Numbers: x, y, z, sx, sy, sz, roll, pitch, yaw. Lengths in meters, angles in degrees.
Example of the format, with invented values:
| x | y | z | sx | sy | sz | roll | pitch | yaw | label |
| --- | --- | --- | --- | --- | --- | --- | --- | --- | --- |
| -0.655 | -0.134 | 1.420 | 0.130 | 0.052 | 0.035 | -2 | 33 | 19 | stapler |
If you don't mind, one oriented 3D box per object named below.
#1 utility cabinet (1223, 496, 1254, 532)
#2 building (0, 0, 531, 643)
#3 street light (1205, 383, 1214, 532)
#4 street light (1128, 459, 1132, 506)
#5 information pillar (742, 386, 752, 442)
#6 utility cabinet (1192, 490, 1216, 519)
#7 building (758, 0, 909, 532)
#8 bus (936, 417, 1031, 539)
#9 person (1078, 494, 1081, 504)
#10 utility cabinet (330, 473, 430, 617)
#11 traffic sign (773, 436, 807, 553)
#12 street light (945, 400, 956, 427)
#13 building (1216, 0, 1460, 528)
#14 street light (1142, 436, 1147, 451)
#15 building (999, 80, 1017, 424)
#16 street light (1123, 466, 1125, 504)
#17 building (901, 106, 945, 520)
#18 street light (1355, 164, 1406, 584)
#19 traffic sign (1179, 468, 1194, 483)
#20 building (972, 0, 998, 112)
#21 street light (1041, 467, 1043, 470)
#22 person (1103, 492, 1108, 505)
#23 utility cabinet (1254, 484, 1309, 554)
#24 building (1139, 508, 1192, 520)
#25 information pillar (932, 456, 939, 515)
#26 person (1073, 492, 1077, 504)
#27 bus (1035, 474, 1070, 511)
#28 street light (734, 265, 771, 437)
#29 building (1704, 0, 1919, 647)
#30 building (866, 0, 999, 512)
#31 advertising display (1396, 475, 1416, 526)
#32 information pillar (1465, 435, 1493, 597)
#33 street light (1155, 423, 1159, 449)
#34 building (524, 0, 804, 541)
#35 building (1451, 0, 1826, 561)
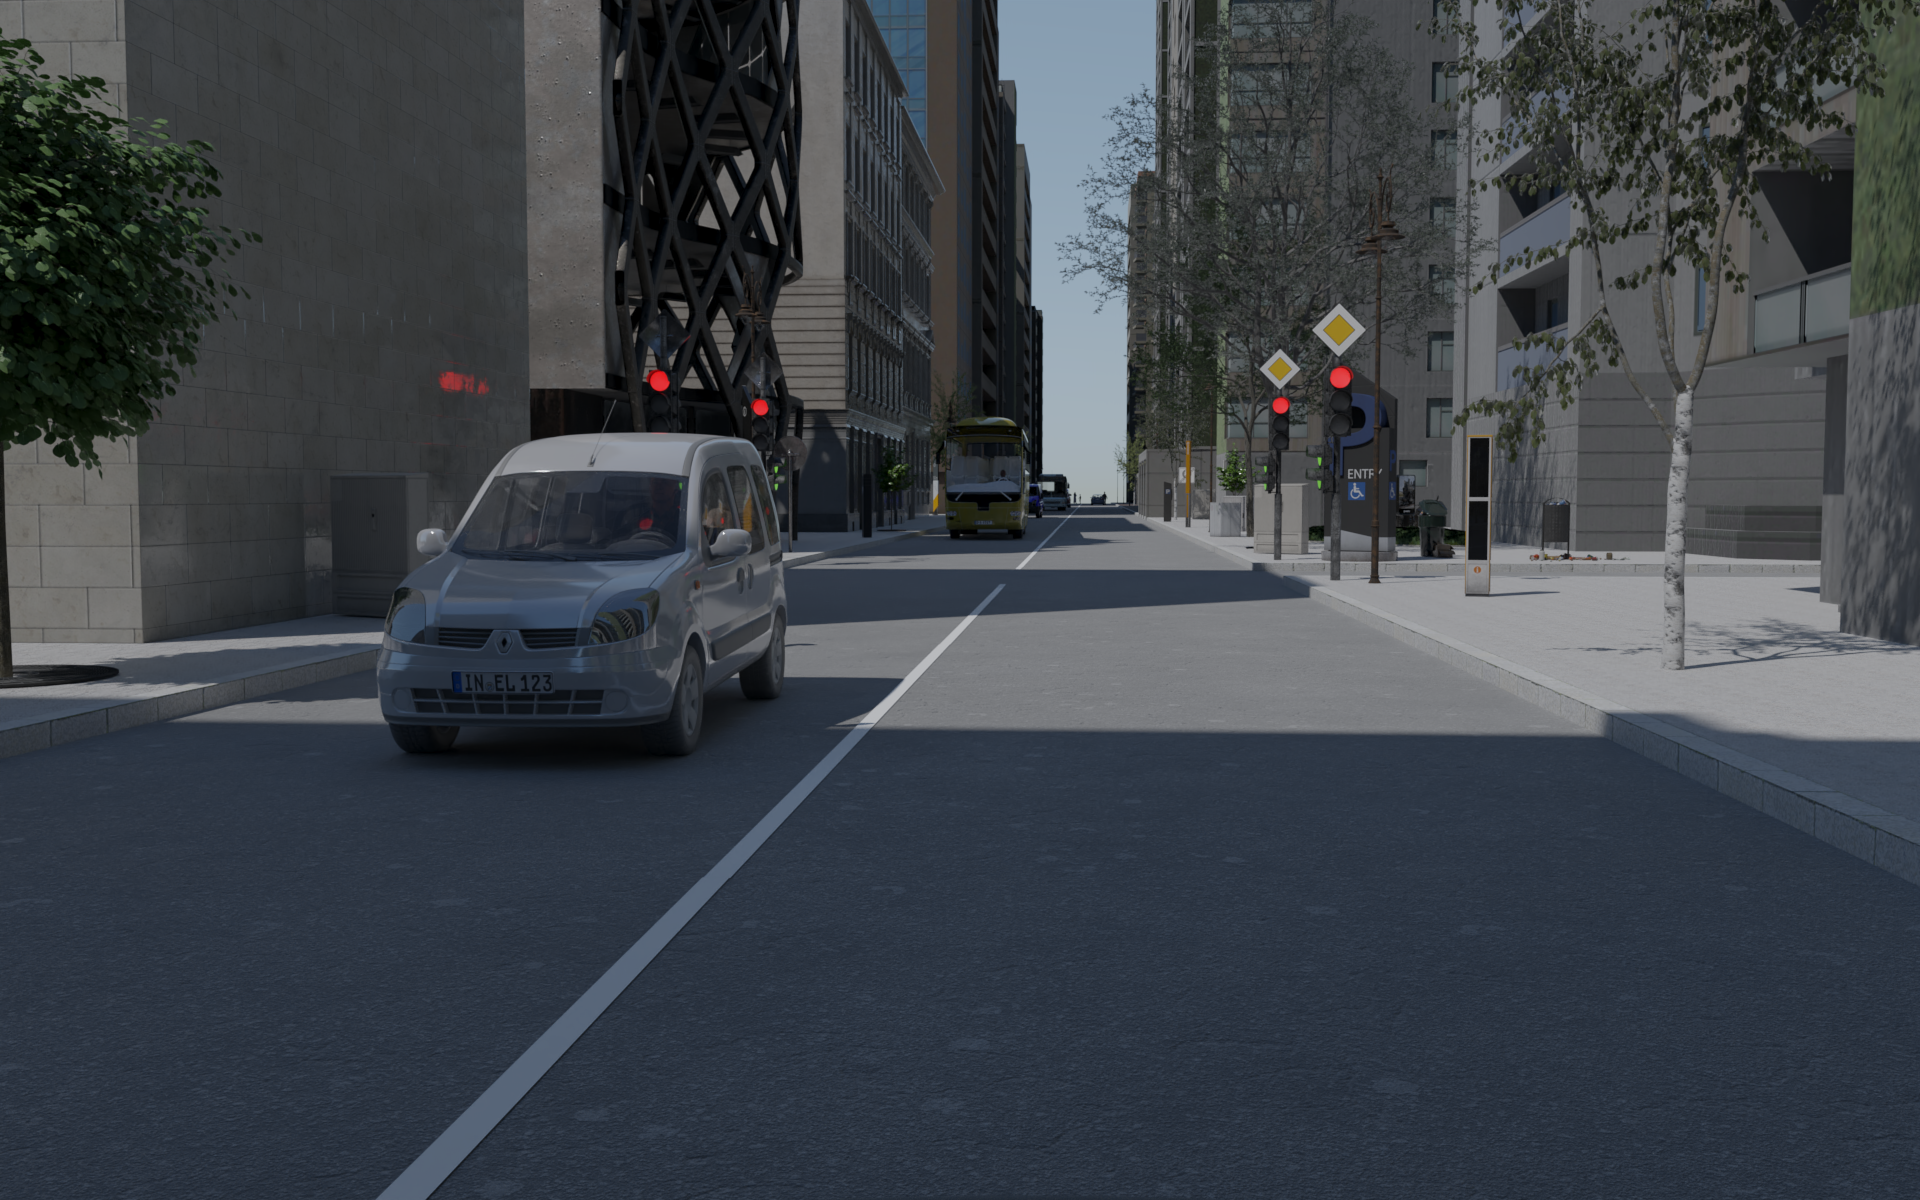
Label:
| x | y | z | sx | sy | sz | roll | pitch | yaw | label |
| --- | --- | --- | --- | --- | --- | --- | --- | --- | --- |
| 9.550 | -2.945 | 59.319 | 1.020 | 1.237 | 0.306 | 2 | 4 | 26 | utility cabinet |
| -14.995 | -10.110 | 20.047 | 16.860 | 20.320 | 10.420 | 0 | 4 | 4 | building |
| 8.422 | -5.211 | 57.993 | 0.468 | 5.910 | 1.993 | 0 | 4 | 4 | street light |
| 18.070 | -12.942 | 184.394 | 0.468 | 5.910 | 1.993 | 0 | 4 | 4 | street light |
| -4.564 | -2.813 | 37.340 | 0.183 | 3.616 | 0.504 | -2 | 4 | -28 | information pillar |
| 12.255 | -4.790 | 86.998 | 1.173 | 1.500 | 0.318 | 0 | 4 | -3 | utility cabinet |
| -7.761 | -13.304 | 66.677 | 9.793 | 20.994 | 18.267 | 0 | 4 | 4 | building |
| 1.019 | -4.121 | 58.928 | 2.896 | 3.916 | 12.252 | 0 | 4 | 3 | bus |
| 17.123 | -14.401 | 247.214 | 0.557 | 1.426 | 1.065 | -1 | 4 | -17 | person |
| -6.032 | -0.569 | 17.983 | 1.173 | 1.500 | 0.318 | 2 | 4 | 32 | utility cabinet |
| -3.721 | -2.313 | 37.930 | 0.768 | 2.556 | 0.104 | 1 | 4 | 10 | traffic sign |
| -0.460 | -6.889 | 85.424 | 0.468 | 5.910 | 1.993 | 0 | 4 | 4 | street light |
| 17.775 | -23.752 | 71.945 | 14.154 | 41.232 | 14.086 | 0 | 4 | 4 | building |
| 14.315 | -9.880 | 134.324 | 0.468 | 5.910 | 1.993 | 0 | 4 | 4 | street light |
| -1.875 | -29.545 | 166.652 | 14.154 | 41.232 | 14.086 | 0 | 4 | 4 | building |
| 20.517 | -14.929 | 216.883 | 0.468 | 5.910 | 1.993 | 0 | 4 | 4 | street light |
| -7.381 | -15.312 | 86.506 | 11.583 | 22.565 | 21.152 | 0 | 4 | 4 | building |
| 5.955 | -3.175 | 24.699 | 0.468 | 5.910 | 1.993 | 0 | 4 | 4 | street light |
| 8.772 | -3.970 | 67.035 | 0.606 | 2.300 | 0.079 | 1 | 4 | 8 | traffic sign |
| -8.282 | -31.235 | 134.400 | 21.300 | 48.544 | 21.600 | 0 | 4 | 4 | building |
| 11.561 | -16.590 | 244.039 | 0.468 | 5.910 | 1.993 | 0 | 4 | 4 | street light |
| 18.790 | -13.199 | 224.851 | 0.434 | 1.755 | 0.990 | -3 | 5 | -43 | person |
| 6.858 | -1.732 | 37.004 | 1.173 | 1.500 | 0.318 | 3 | 5 | 42 | utility cabinet |
| 20.672 | -40.241 | 96.185 | 20.563 | 71.187 | 20.611 | 0 | 4 | 4 | building |
| -1.480 | -7.045 | 106.546 | 0.183 | 3.616 | 0.504 | -3 | 4 | -37 | information pillar |
| 17.358 | -15.425 | 261.366 | 0.621 | 1.740 | 0.551 | 3 | 4 | 38 | person |
| 8.079 | -9.659 | 152.788 | 2.948 | 3.499 | 13.247 | 0 | 4 | 2 | bus |
| -4.188 | -3.814 | 35.143 | 0.468 | 5.910 | 1.993 | 0 | 4 | 4 | street light |
| 15.296 | -20.330 | 15.987 | 14.154 | 41.232 | 14.086 | 0 | 4 | 4 | building |
| -3.858 | -30.728 | 152.520 | 14.600 | 45.320 | 14.200 | 0 | 4 | 4 | building |
| 14.772 | -3.194 | 57.434 | 0.974 | 1.923 | 0.123 | -3 | 5 | -42 | advertising display |
| 6.498 | -1.052 | 21.688 | 0.304 | 2.012 | 0.304 | 1 | 4 | 19 | information pillar |
| 12.295 | -8.278 | 108.127 | 0.468 | 5.910 | 1.993 | 0 | 4 | 4 | street light |
| -12.676 | -10.796 | 43.960 | 16.820 | 18.784 | 16.811 | 0 | 4 | 4 | building |
| 28.034 | -30.476 | 40.288 | 28.212 | 58.520 | 21.231 | 0 | 4 | 4 | building |
